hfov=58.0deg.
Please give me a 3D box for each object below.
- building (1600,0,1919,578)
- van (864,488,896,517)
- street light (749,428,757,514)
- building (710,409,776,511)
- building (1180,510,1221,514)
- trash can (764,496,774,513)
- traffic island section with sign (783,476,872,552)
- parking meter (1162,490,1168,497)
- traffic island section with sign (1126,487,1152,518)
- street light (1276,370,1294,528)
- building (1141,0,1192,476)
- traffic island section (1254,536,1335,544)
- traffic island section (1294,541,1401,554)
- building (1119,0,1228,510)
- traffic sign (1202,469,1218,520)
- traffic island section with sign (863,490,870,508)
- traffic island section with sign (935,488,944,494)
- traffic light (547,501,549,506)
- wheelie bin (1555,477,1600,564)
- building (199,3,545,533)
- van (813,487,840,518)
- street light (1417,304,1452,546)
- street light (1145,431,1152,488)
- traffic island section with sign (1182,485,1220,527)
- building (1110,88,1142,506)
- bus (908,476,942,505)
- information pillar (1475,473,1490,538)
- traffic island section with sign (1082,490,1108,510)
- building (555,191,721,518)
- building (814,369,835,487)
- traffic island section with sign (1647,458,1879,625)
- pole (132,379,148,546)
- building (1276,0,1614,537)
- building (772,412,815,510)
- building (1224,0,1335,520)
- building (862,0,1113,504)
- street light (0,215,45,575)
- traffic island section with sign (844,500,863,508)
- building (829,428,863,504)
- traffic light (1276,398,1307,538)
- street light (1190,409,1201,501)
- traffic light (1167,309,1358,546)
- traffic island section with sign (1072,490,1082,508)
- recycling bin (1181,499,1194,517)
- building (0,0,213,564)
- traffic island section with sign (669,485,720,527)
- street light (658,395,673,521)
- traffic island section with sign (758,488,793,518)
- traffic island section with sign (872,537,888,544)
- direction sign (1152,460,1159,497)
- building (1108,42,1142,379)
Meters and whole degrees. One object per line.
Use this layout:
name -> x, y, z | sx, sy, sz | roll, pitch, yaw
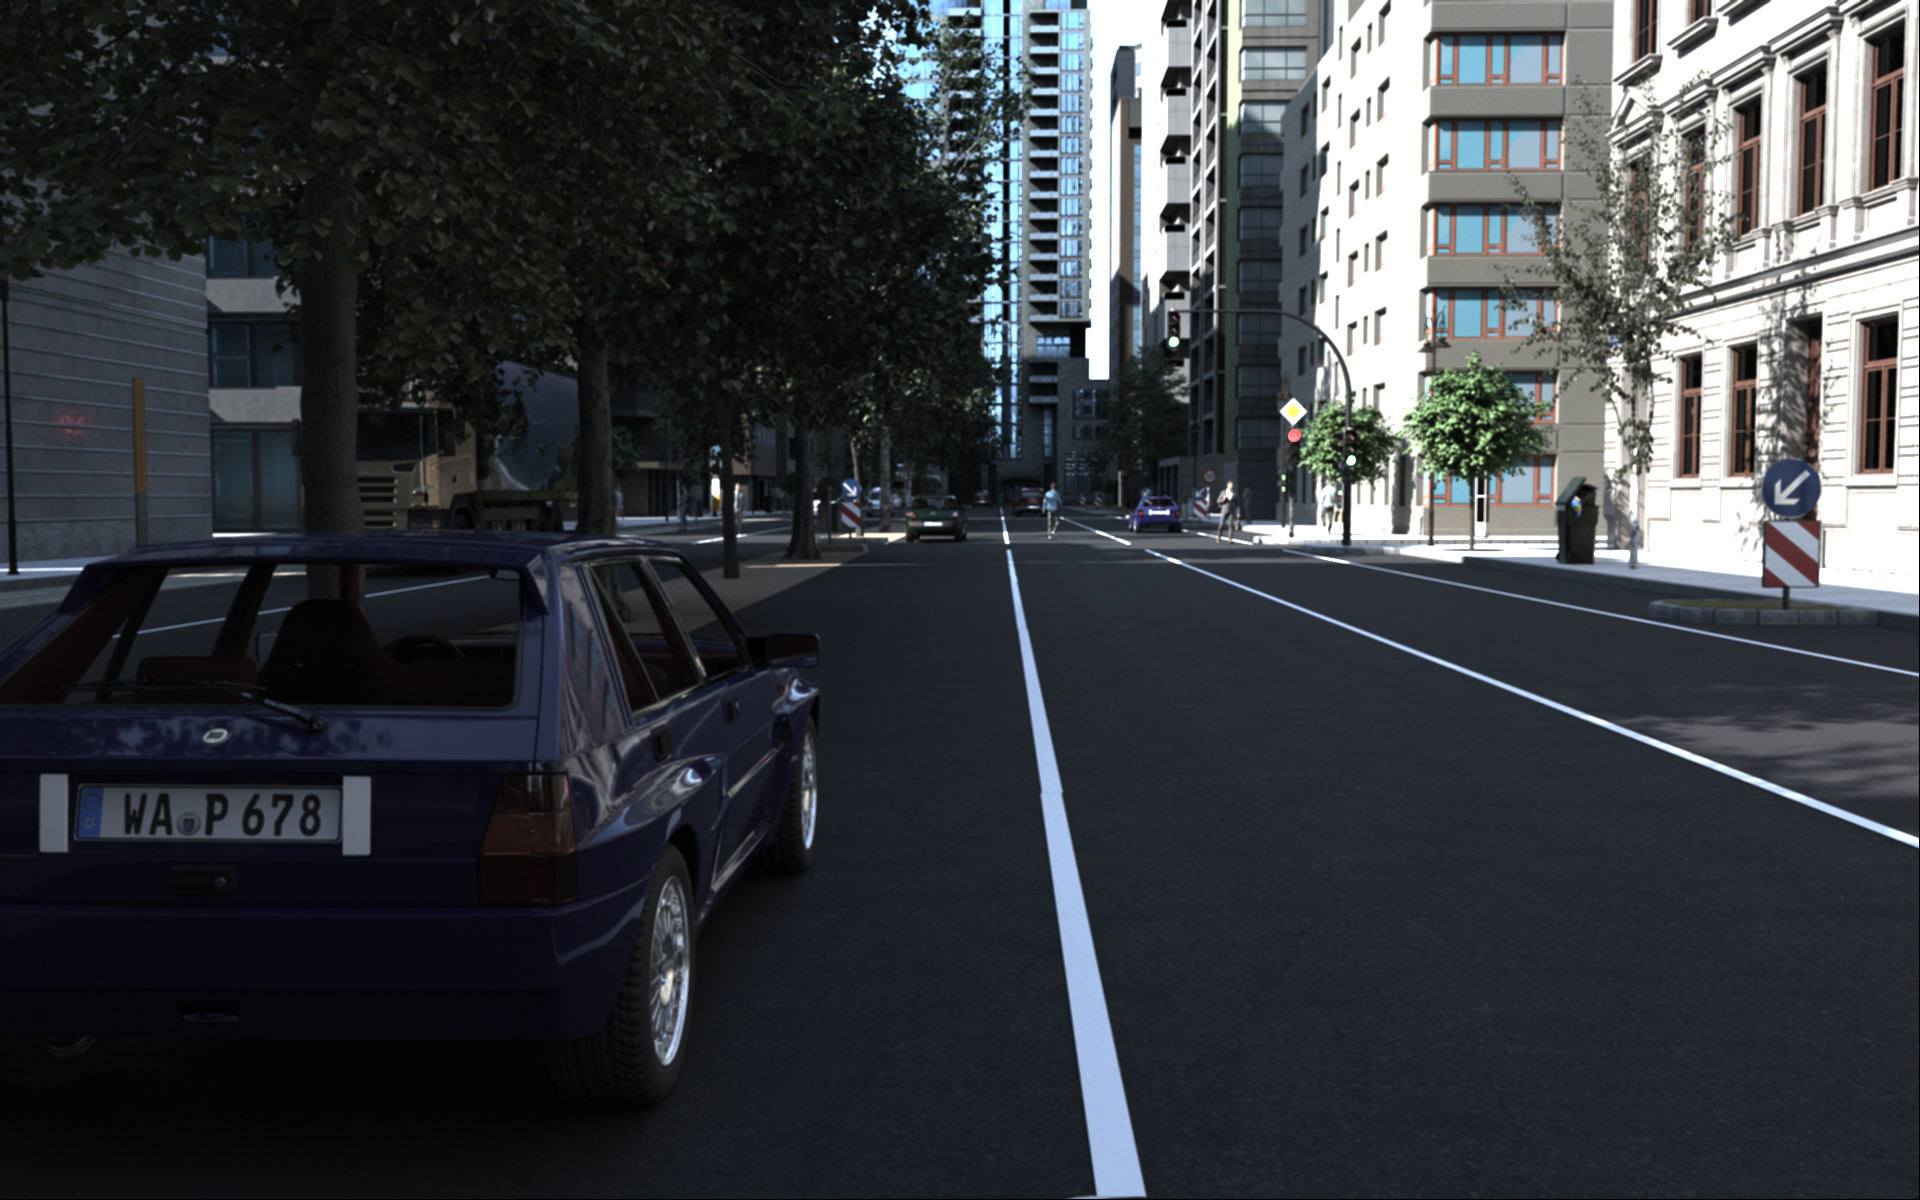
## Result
building -> 19.755, -11.838, 29.701 | 11.583, 22.565, 21.152 | 0, 4, 1
van -> -5.097, -6.354, 110.899 | 2.013, 2.044, 4.112 | 0, 3, 0
street light -> -13.192, -8.409, 110.270 | 0.468, 5.910, 1.993 | 0, 4, 1
building -> -22.107, -29.586, 133.836 | 14.600, 45.320, 14.200 | 0, 4, 1
building -> 24.450, -41.327, 113.945 | 20.563, 71.187, 20.611 | 0, 4, 1
trash can -> -12.894, -6.443, 117.002 | 0.748, 1.137, 0.748 | 0, 3, 0
traffic island section with sign -> -3.334, -2.157, 43.399 | 2.006, 1.907, 1.989 | 0, 4, 1
parking meter -> 13.403, -6.406, 113.145 | 0.372, 1.533, 0.369 | 0, 3, 0
traffic island section with sign -> 10.932, -5.789, 103.275 | 1.989, 1.847, 2.006 | 0, 4, 1
street light -> 12.095, -5.615, 64.597 | 0.468, 5.910, 1.993 | 0, 4, 1
building -> 30.239, -34.281, 149.731 | 28.713, 52.752, 27.495 | 0, 4, 1
traffic island section -> 9.759, -1.748, 50.857 | 2.009, 0.180, 2.903 | 0, 4, 1
traffic island section -> 9.582, -1.259, 42.874 | 2.009, 0.180, 2.903 | 0, 4, 1
building -> 27.039, -44.959, 173.325 | 20.563, 71.187, 20.611 | 0, 4, 1
traffic sign -> 12.576, -5.326, 87.182 | 0.768, 2.556, 0.104 | 0, 4, 5
traffic island section with sign -> -9.275, -10.507, 180.416 | 1.989, 1.847, 2.006 | 0, 4, 1
traffic island section with sign -> -1.499, -7.204, 125.924 | 2.006, 1.907, 1.989 | 0, 4, 1
traffic light -> -10.343, -4.681, 51.207 | 4.771, 5.953, 1.251 | 0, 4, 1
wheelie bin -> 11.382, -1.468, 31.918 | 0.693, 1.594, 0.980 | 0, 4, 2
building -> -29.235, -27.426, 68.028 | 23.786, 49.044, 30.456 | 0, 4, 1
van -> -7.923, -5.730, 100.704 | 2.013, 2.044, 4.112 | 0, 4, 0
street light -> 11.563, -4.255, 42.352 | 0.468, 5.910, 1.993 | 0, 4, 1
street light -> 13.528, -9.286, 124.617 | 0.468, 5.910, 1.993 | 0, 4, 1
traffic island section with sign -> 10.324, -4.112, 75.856 | 1.989, 1.847, 2.006 | 0, 4, 1
building -> 24.095, -33.151, 192.123 | 14.600, 45.320, 14.200 | 0, 4, 1
bus -> -3.318, -10.611, 168.351 | 2.948, 3.499, 13.247 | 0, 4, 2
information pillar -> 15.180, -2.802, 50.301 | 0.304, 2.012, 0.304 | 3, 4, 38
traffic island section with sign -> 12.037, -8.836, 153.094 | 1.989, 1.847, 2.006 | 0, 4, 1
building -> -26.406, -27.589, 105.697 | 22.147, 44.769, 28.867 | 0, 4, 1
building -> -27.396, -36.448, 185.157 | 27.495, 52.752, 28.713 | 0, 4, 1
traffic island section with sign -> 9.071, -0.688, 19.872 | 1.989, 1.847, 2.006 | 0, 4, 1
pole -> -14.562, -2.258, 30.763 | 0.158, 3.312, 0.155 | 0, 3, 0
building -> 28.724, -13.460, 65.108 | 28.899, 21.520, 27.650 | 0, 4, 1
building -> -24.591, -32.291, 151.664 | 21.300, 48.544, 21.600 | 0, 4, 1
building -> 20.650, -24.834, 89.637 | 14.154, 41.232, 14.086 | 0, 4, 1
building -> 3.742, -55.589, 221.549 | 31.000, 86.520, 22.319 | 0, 4, 1
street light -> -15.073, -3.340, 27.400 | 0.468, 5.910, 1.993 | 0, 4, 1
traffic island section with sign -> -9.882, -8.858, 153.449 | 1.989, 1.847, 2.006 | 0, 4, 1
building -> -23.667, -32.741, 227.195 | 23.993, 40.220, 32.217 | 0, 4, 1
traffic light -> 9.719, -3.781, 50.744 | 0.839, 4.253, 0.868 | 0, 4, 1
street light -> 12.834, -7.448, 94.567 | 0.468, 5.910, 1.993 | 0, 4, 1
traffic light -> 7.449, -4.159, 42.666 | 4.771, 5.953, 1.251 | 0, 4, 1
traffic island section with sign -> 12.667, -10.538, 180.919 | 1.989, 1.847, 2.006 | 0, 4, 1
recycling bin -> 12.856, -5.205, 97.651 | 0.722, 1.027, 0.722 | 1, 4, 9
building -> -29.168, -11.775, 34.326 | 24.055, 21.916, 13.314 | 0, 4, 1
traffic island section with sign -> -11.601, -4.117, 75.944 | 1.989, 1.847, 2.006 | 0, 4, 1
street light -> -13.749, -6.624, 81.089 | 0.468, 5.910, 1.993 | 0, 4, 1
traffic island section with sign -> -10.985, -5.807, 103.580 | 1.989, 1.847, 2.006 | 0, 4, 1
traffic island section with sign -> -3.160, -2.610, 50.804 | 2.006, 1.907, 1.989 | 0, 4, 1
direction sign -> 13.064, -7.582, 115.963 | 0.379, 3.537, 0.876 | 2, 4, 35
building -> 33.542, -41.458, 219.829 | 28.212, 58.520, 21.231 | 0, 4, 1
